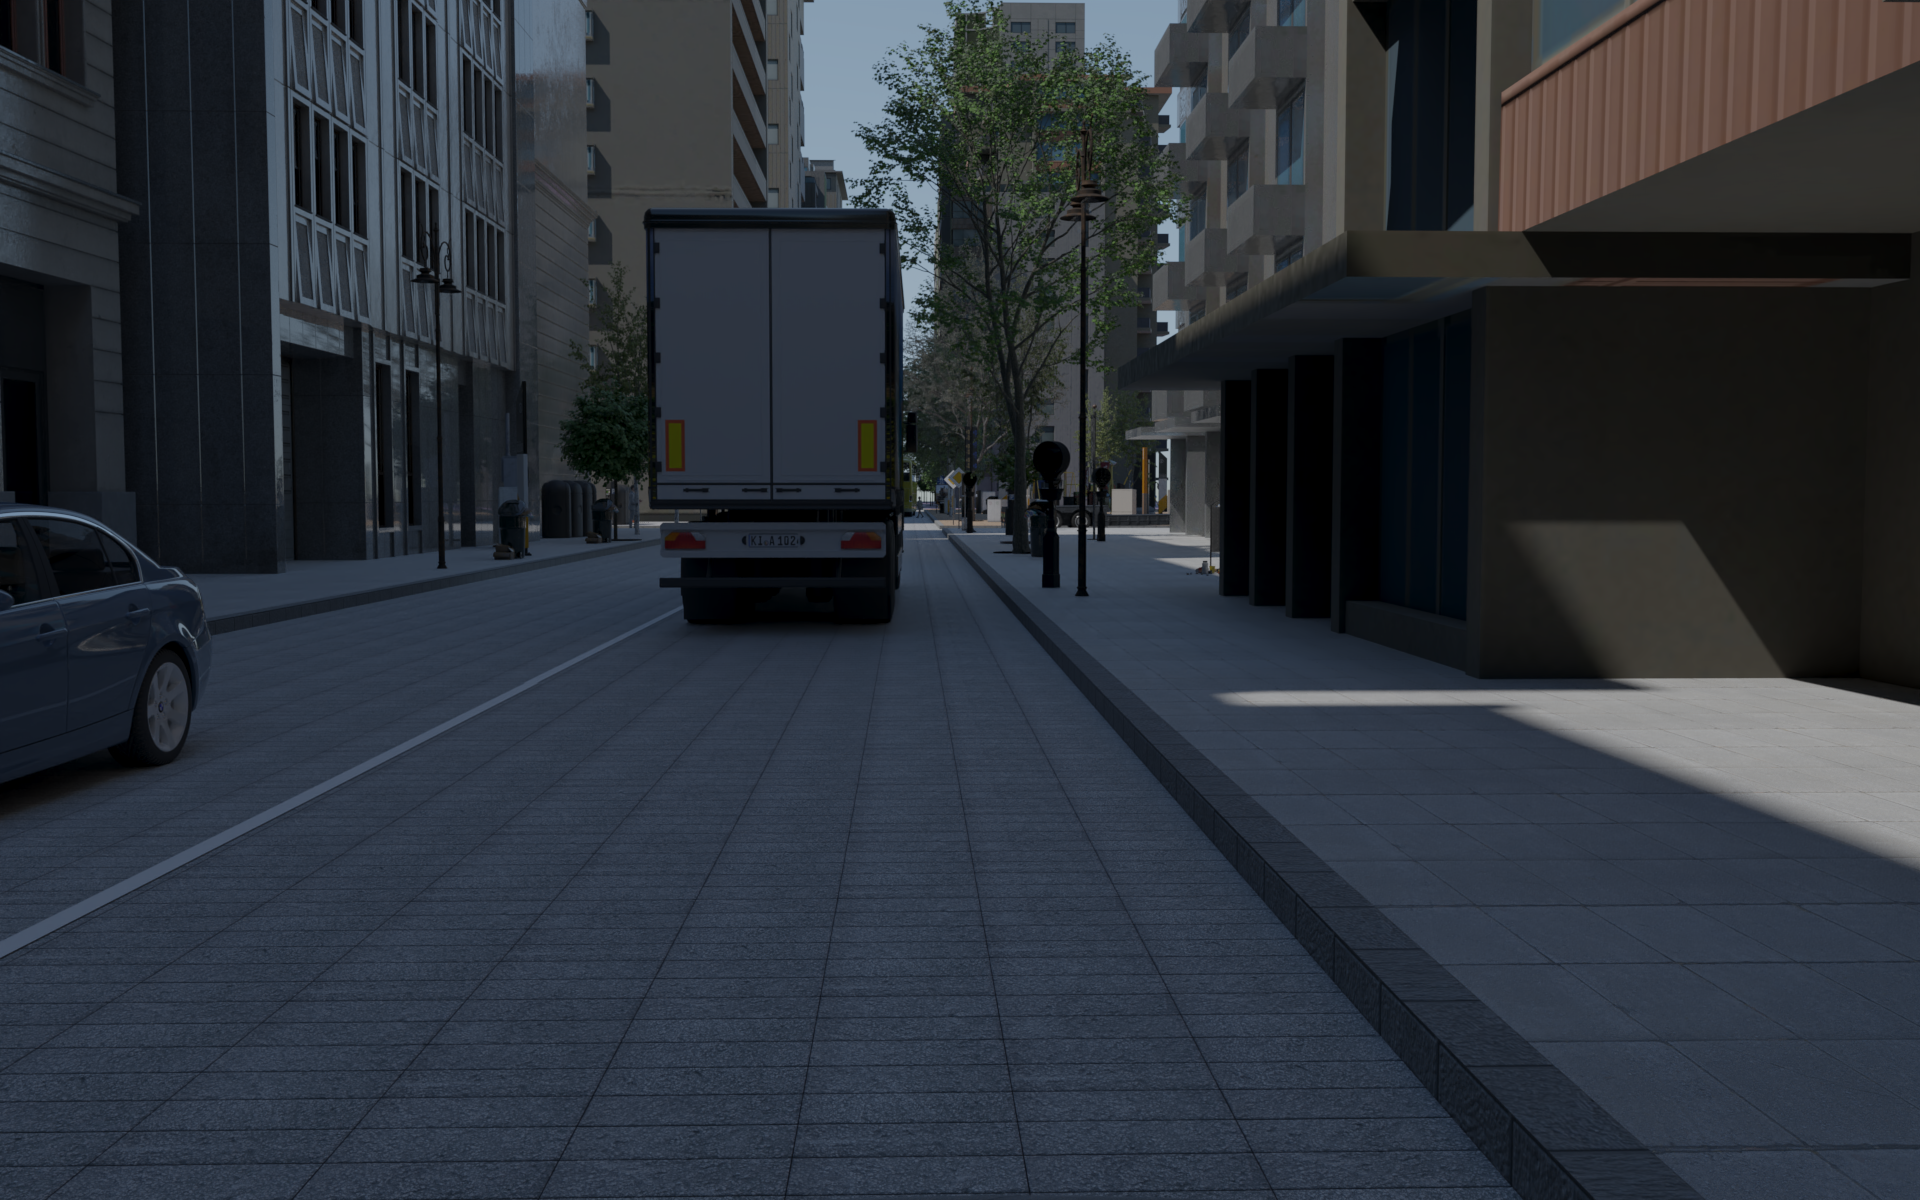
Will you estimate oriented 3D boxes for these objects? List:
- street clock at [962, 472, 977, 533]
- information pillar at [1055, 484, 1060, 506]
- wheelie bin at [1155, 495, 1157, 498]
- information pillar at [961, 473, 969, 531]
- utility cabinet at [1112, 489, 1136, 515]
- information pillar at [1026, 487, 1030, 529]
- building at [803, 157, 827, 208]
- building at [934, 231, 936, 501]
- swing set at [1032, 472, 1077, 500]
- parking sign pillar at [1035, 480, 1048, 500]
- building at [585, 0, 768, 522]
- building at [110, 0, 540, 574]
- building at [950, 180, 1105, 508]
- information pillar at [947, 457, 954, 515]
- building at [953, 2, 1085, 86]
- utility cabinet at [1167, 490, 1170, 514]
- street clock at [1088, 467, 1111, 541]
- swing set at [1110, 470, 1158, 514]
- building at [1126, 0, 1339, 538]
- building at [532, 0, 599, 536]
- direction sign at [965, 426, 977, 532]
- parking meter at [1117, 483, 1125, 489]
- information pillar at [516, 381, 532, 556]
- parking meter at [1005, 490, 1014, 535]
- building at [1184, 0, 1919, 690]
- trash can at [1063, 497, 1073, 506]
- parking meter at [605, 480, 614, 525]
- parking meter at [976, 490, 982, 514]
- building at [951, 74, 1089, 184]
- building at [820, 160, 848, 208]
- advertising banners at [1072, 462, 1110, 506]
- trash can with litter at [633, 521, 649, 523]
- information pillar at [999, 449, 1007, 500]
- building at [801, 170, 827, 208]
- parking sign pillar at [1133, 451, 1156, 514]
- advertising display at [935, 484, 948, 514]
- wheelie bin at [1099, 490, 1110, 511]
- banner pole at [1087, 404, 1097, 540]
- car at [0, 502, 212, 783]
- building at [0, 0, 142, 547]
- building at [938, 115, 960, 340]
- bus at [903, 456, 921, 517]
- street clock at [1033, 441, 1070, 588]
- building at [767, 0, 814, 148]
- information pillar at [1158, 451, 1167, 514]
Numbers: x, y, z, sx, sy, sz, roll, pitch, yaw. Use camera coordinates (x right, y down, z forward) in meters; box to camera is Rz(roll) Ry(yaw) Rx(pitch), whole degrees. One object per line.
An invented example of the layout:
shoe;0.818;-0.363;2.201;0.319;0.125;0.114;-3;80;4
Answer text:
street clock;0.320;-3.188;56.693;0.471;2.002;0.358;0;4;-4
information pillar;5.226;-5.466;93.864;0.304;2.012;0.304;-1;4;-19
wheelie bin;14.586;-7.644;132.887;0.980;1.594;0.693;-1;4;-11
information pillar;0.245;-3.445;60.810;0.304;2.012;0.304;-1;4;-23
utility cabinet;7.400;-4.243;78.048;1.173;1.500;0.318;3;5;44
information pillar;2.276;-3.454;60.973;0.304;2.012;0.304;1;4;16
building;-30.237;-38.326;246.231;23.786;49.044;30.456;0;4;-2
building;6.378;-41.090;295.525;21.300;48.544;21.600;0;4;-2
swing set;6.894;-7.740;124.173;3.119;2.851;2.862;-1;4;-14
parking sign pillar;6.541;-9.015;135.863;1.447;3.967;1.447;-1;4;-14
building;-21.396;-28.446;88.793;21.300;48.544;21.600;0;4;-2
building;-17.257;-13.381;36.799;12.078;24.808;19.932;0;4;-2
building;6.066;-23.979;163.763;14.160;30.474;14.107;0;4;-2
information pillar;-0.565;-7.051;106.637;0.504;3.616;0.183;-3;5;-43
building;7.242;-50.140;258.044;20.563;71.187;20.611;0;4;-2
utility cabinet;11.078;-4.820;87.488;1.173;1.500;0.318;0;4;2
street clock;3.831;-2.590;46.919;0.471;2.002;0.358;-1;4;-16
swing set;11.160;-6.871;109.959;2.862;2.851;3.119;0;4;-5
building;17.411;-26.083;46.064;23.786;49.044;30.456;0;4;-2
building;-24.978;-15.751;54.796;25.104;27.353;12.463;0;4;-2
direction sign;0.370;-4.042;58.088;0.379;3.537;0.876;2;4;26
parking meter;8.586;-5.302;92.394;0.399;1.863;0.255;-3;4;-38
information pillar;-9.105;-2.733;36.036;0.183;3.616;0.504;-2;4;-31
parking meter;1.601;-2.793;54.069;0.372;1.533;0.369;0;3;0
building;13.284;-21.642;8.466;22.147;44.769;28.867;0;4;-2
trash can;6.360;-5.500;101.579;0.748;1.137;0.748;0;3;0
parking meter;-14.288;-3.985;70.864;0.255;1.863;0.399;2;4;27
parking meter;1.232;-6.459;114.021;0.372;1.533;0.369;0;3;0
building;10.305;-32.438;184.980;22.147;44.769;28.867;0;4;-2
building;-32.434;-41.965;275.373;28.713;52.752;27.495;0;4;-2
advertising banners;7.107;-5.985;94.042;2.074;3.025;0.090;0;4;1
trash can with litter;-15.120;-4.042;77.150;2.233;1.210;1.678;2;4;28
information pillar;2.242;-6.018;89.751;0.504;3.616;0.183;0;4;-3
building;-23.677;-32.374;212.910;14.154;41.232;14.086;0;4;-2
parking sign pillar;11.160;-7.136;105.139;1.447;3.967;1.447;0;4;1
advertising display;-1.162;-6.665;114.181;0.974;1.923;0.123;-1;4;-20
wheelie bin;10.745;-7.402;128.936;0.980;1.594;0.693;3;5;42
banner pole;3.697;-3.557;48.168;0.401;3.779;0.863;1;4;15
car;-5.044;0.251;7.895;2.014;1.417;4.499;0;3;0
building;-18.691;-13.910;14.826;14.401;28.519;23.554;0;4;-2
building;8.217;-35.859;210.001;21.300;48.544;21.600;0;4;-2
bus;-4.134;-7.306;111.002;2.896;3.916;12.252;0;4;0
street clock;1.248;-1.169;23.691;0.471;2.002;0.358;2;4;32
building;-28.386;-34.923;160.224;28.713;52.752;27.495;0;4;-2
information pillar;10.932;-6.247;93.494;0.504;3.616;0.183;-1;4;-14
